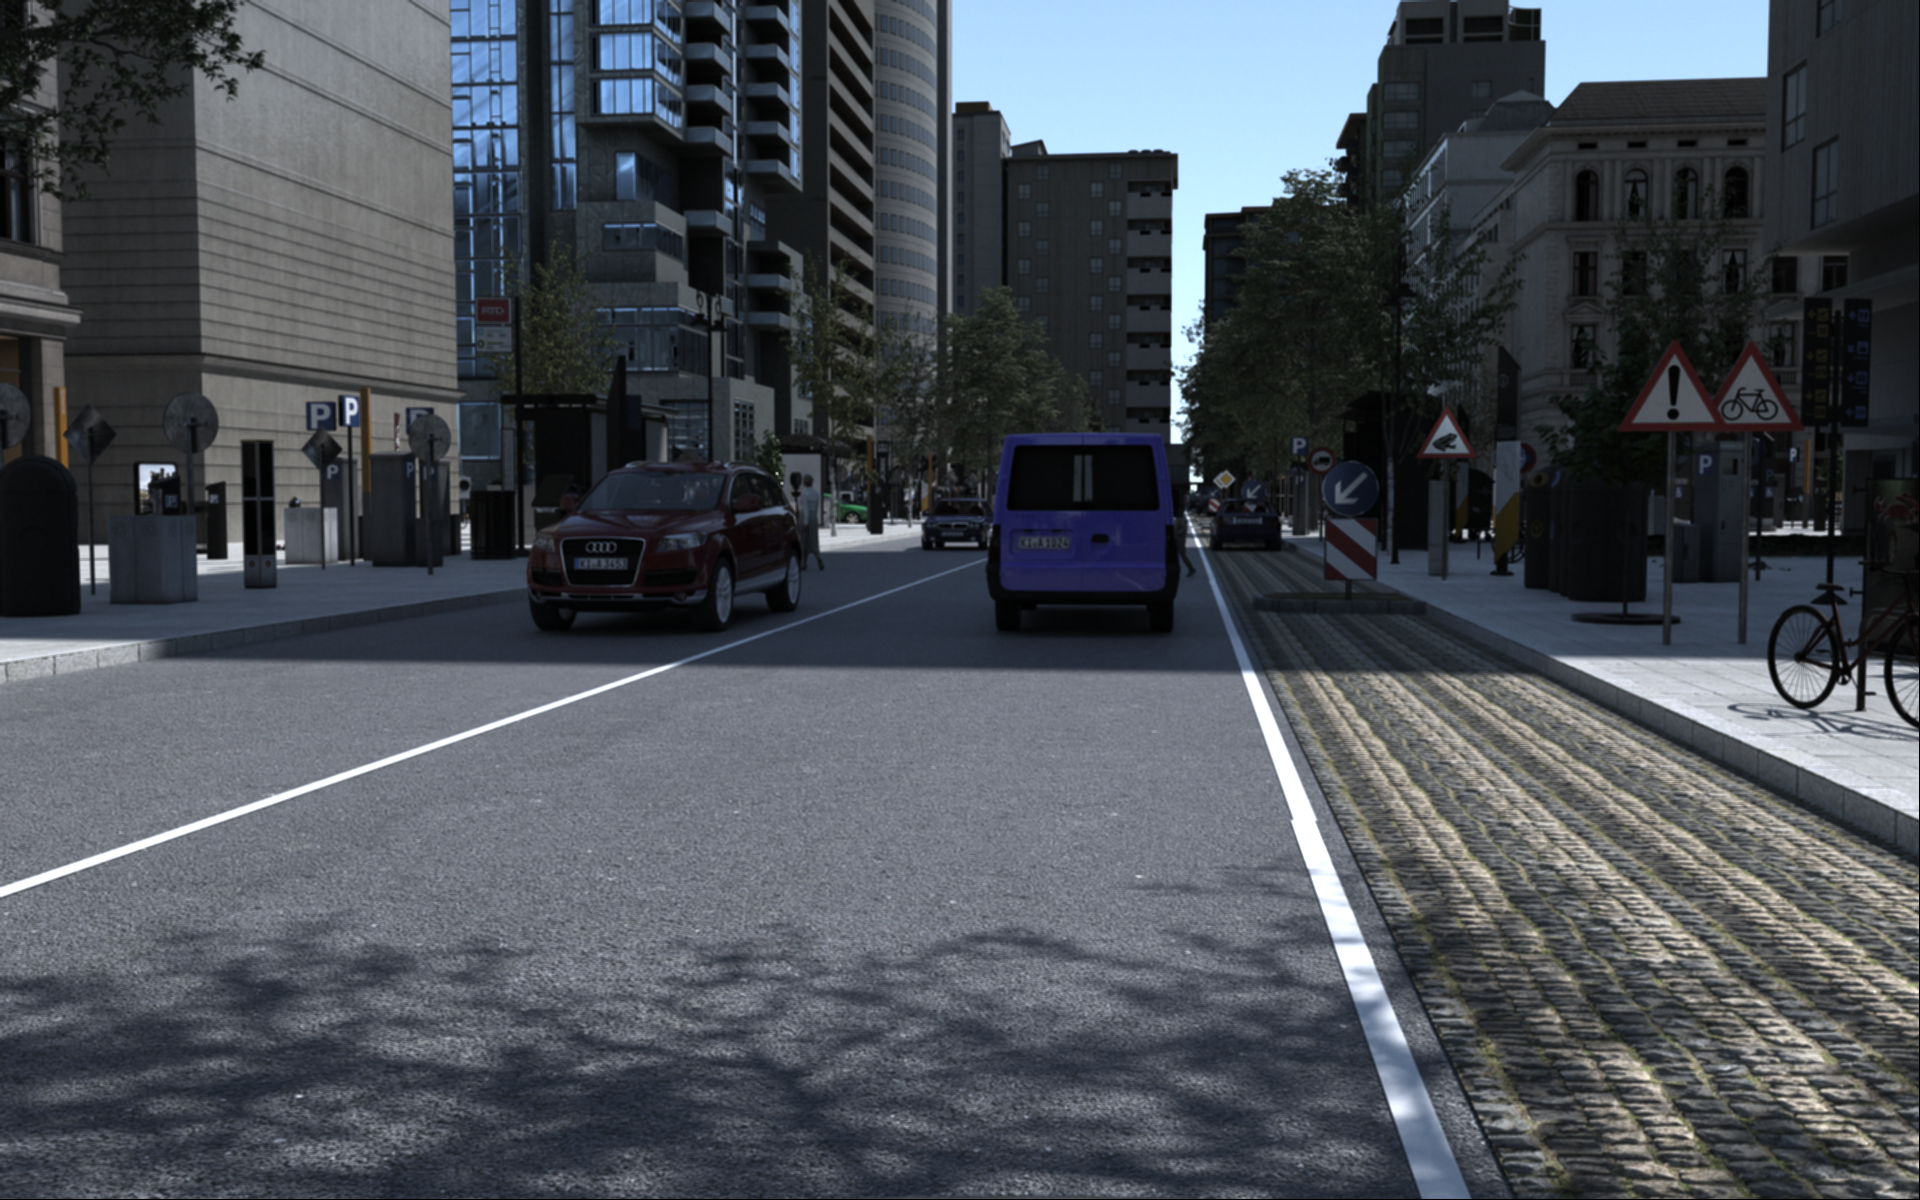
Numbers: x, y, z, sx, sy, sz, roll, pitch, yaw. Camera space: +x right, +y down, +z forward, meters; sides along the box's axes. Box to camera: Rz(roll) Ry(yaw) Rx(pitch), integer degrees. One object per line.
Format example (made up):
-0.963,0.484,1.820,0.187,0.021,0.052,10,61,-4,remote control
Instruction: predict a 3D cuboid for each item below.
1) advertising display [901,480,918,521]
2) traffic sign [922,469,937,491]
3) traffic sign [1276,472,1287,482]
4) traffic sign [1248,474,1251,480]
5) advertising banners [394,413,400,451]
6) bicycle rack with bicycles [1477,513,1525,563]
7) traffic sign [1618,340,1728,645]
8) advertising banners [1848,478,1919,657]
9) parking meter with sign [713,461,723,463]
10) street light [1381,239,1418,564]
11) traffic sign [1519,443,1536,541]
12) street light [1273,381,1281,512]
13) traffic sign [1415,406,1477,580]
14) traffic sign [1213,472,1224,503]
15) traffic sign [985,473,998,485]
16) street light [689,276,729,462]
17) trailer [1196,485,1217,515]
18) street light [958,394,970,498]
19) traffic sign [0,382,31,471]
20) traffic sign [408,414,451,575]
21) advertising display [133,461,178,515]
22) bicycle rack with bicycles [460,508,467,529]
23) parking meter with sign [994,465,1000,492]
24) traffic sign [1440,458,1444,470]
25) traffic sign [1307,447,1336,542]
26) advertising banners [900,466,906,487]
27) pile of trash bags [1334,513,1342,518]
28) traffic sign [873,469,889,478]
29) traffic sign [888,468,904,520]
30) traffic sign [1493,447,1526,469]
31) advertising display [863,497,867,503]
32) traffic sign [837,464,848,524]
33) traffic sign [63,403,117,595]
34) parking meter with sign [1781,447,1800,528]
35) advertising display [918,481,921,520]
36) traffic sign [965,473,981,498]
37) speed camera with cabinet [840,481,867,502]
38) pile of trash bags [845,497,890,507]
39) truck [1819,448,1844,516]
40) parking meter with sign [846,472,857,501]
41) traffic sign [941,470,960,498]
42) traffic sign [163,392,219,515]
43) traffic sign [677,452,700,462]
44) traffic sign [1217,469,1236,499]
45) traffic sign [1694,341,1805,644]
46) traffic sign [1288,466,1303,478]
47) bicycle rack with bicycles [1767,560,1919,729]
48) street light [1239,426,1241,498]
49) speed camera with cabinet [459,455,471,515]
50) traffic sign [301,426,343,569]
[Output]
-2.455,-4.725,82.463,0.123,1.923,0.974,2,4,34,advertising display
-1.585,-5.416,88.657,0.768,2.556,0.104,1,4,12,traffic sign
18.814,-6.222,101.830,0.768,2.556,0.104,1,4,12,traffic sign
18.217,-6.567,107.480,0.768,2.556,0.104,1,4,14,traffic sign
-12.080,-2.483,36.786,0.090,3.025,2.074,0,4,-7,advertising banners
11.326,-1.211,33.182,2.925,0.926,2.852,0,4,-3,bicycle rack with bicycles
6.020,-0.898,14.680,0.884,2.594,0.081,1,4,9,traffic sign
8.001,-1.044,13.258,2.074,3.025,0.090,3,4,37,advertising banners
-12.912,-5.692,89.318,0.543,3.016,1.738,2,4,25,parking meter with sign
7.998,-3.601,31.666,0.468,5.910,1.993,0,4,7,street light
14.043,-2.652,43.468,0.768,2.556,0.104,0,4,8,traffic sign
12.708,-5.930,69.746,0.468,5.910,1.993,0,4,7,street light
7.217,-1.575,25.750,0.884,2.594,0.081,1,4,14,traffic sign
11.853,-4.583,78.566,0.795,2.450,0.064,0,4,7,traffic sign
1.820,-6.195,101.388,0.768,2.556,0.104,0,4,8,traffic sign
-5.312,-3.917,36.836,0.468,5.910,1.993,0,4,7,street light
16.104,-6.461,112.687,1.471,1.999,3.904,0,4,5,trailer
0.173,-6.572,80.233,0.468,5.910,1.993,0,4,7,street light
-10.891,-1.196,19.660,0.768,2.556,0.104,1,4,9,traffic sign
-8.435,-1.676,27.514,0.768,2.556,0.104,1,4,16,traffic sign
-15.981,-1.789,34.464,0.123,1.923,0.974,2,4,23,advertising display
-19.851,-3.089,63.888,2.852,0.926,2.925,-3,5,-40,bicycle rack with bicycles
2.311,-6.610,104.331,0.543,3.016,1.738,0,4,3,parking meter with sign
14.327,-3.195,52.339,0.768,2.556,0.104,1,4,12,traffic sign
9.749,-2.850,46.700,0.768,2.556,0.104,1,4,15,traffic sign
-4.266,-6.955,109.905,2.074,3.025,0.090,2,4,26,advertising banners
14.827,-3.228,62.529,1.912,1.369,3.447,3,4,36,pile of trash bags
-3.742,-5.013,82.073,0.768,2.556,0.104,1,4,13,traffic sign
-3.156,-5.246,85.773,0.884,2.594,0.081,1,4,13,traffic sign
13.417,-2.585,42.368,0.768,2.556,0.104,1,4,12,traffic sign
-8.084,-8.528,144.652,0.974,1.923,0.123,0,4,2,advertising display
-5.136,-4.496,73.614,0.768,2.556,0.104,1,4,13,traffic sign
-11.040,-1.272,21.990,0.795,2.450,0.064,1,4,14,traffic sign
30.434,-4.198,64.903,1.738,3.016,0.543,0,4,-3,parking meter with sign
-2.086,-4.908,85.467,0.123,1.923,0.974,-1,4,-13,advertising display
0.601,-4.671,80.006,0.795,2.450,0.064,0,4,7,traffic sign
-7.314,-7.598,118.562,2.038,3.252,0.660,-1,4,-16,speed camera with cabinet
-5.852,-6.005,107.939,3.447,1.369,1.912,3,5,43,pile of trash bags
39.923,-4.620,71.468,9.791,3.379,3.469,0,4,5,truck
-8.283,-8.373,133.161,0.543,3.016,1.738,-2,4,-28,parking meter with sign
-0.402,-4.186,72.084,0.795,2.450,0.064,0,4,7,traffic sign
-9.600,-1.315,21.605,0.768,2.556,0.104,1,4,11,traffic sign
-8.145,-3.169,51.911,0.768,2.556,0.104,1,4,11,traffic sign
10.850,-4.098,70.644,0.795,2.450,0.064,0,4,7,traffic sign
6.712,-0.904,14.788,0.884,2.594,0.081,1,4,10,traffic sign
15.497,-4.879,79.884,0.768,2.556,0.104,1,4,16,traffic sign
6.190,0.251,9.277,2.852,0.926,2.925,0,4,-5,bicycle rack with bicycles
18.298,-8.593,113.283,0.468,5.910,1.993,0,4,7,street light
-25.804,-5.697,87.487,2.038,3.252,0.660,-3,4,-38,speed camera with cabinet
-10.838,-1.727,29.420,0.795,2.450,0.064,1,4,14,traffic sign
